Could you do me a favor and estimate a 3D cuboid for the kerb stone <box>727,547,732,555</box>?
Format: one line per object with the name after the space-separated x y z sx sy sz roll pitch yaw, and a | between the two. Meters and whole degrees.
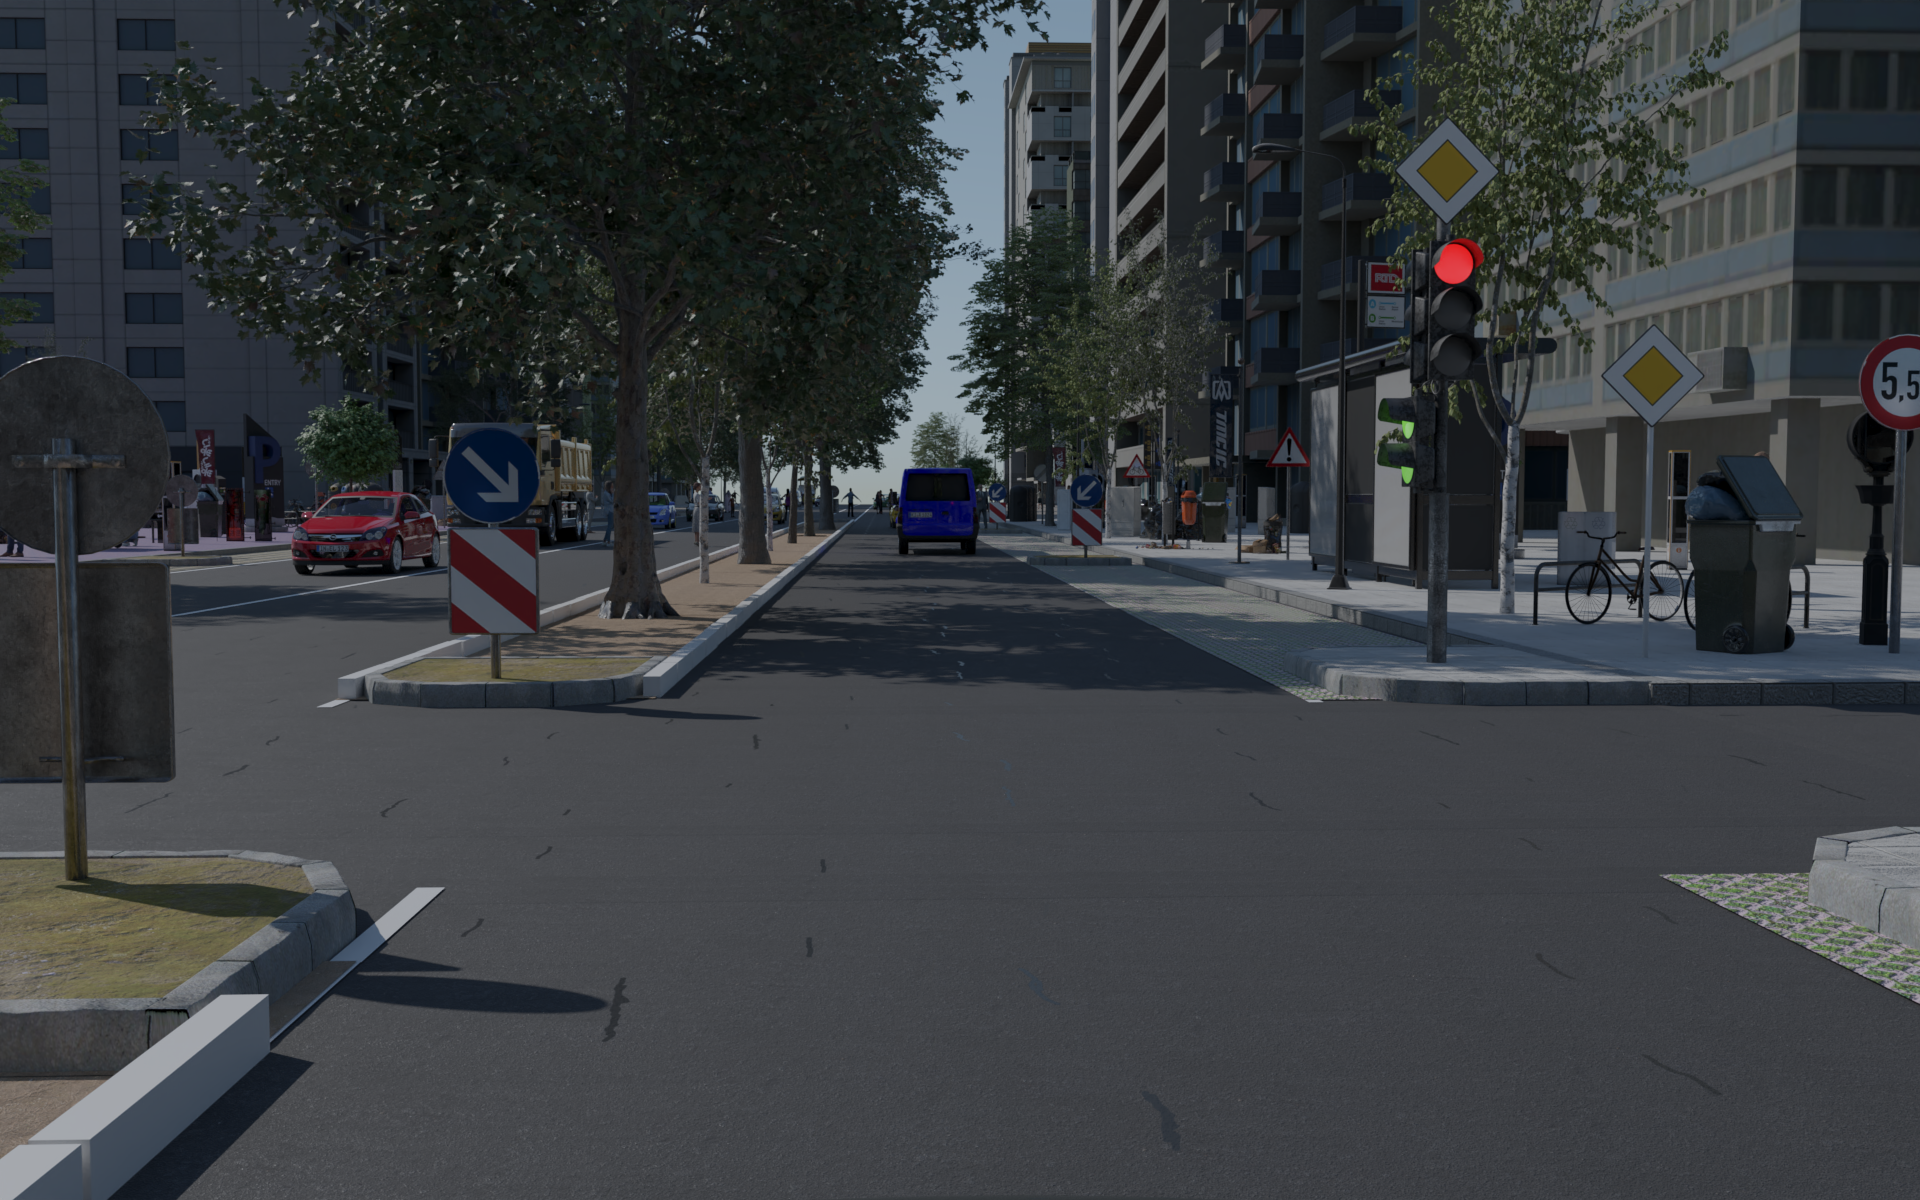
-5.460 -1.102 40.218 0.120 0.150 1.000 0 4 -2 | kerb stone

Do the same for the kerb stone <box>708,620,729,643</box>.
-2.371 0.331 16.777 0.120 0.150 1.000 0 4 -2 | kerb stone

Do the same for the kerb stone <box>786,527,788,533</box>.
-6.422 -2.481 62.761 0.120 0.150 1.000 0 4 -2 | kerb stone

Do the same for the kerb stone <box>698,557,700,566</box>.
-5.210 -0.723 34.081 0.120 0.150 1.000 0 4 -2 | kerb stone

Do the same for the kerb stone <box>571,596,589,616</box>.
-4.624 0.091 20.734 0.120 0.150 1.000 0 4 -2 | kerb stone

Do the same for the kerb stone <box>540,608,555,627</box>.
-4.554 0.220 18.689 0.120 0.150 1.000 0 4 -2 | kerb stone

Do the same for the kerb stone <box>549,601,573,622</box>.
-4.589 0.152 19.712 0.120 0.150 1.000 0 4 -2 | kerb stone

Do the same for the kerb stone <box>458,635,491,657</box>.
-4.415 0.405 15.618 0.120 0.150 1.000 0 4 -2 | kerb stone

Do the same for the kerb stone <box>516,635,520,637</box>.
-4.502 0.277 17.668 0.120 0.150 1.000 0 4 -2 | kerb stone

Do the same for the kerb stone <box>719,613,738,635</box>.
-2.408 0.269 17.798 0.120 0.150 1.000 0 4 -2 | kerb stone

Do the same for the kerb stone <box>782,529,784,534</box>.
-6.344 -2.355 60.718 0.120 0.150 1.000 0 4 -2 | kerb stone

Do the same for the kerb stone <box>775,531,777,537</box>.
-6.159 -2.105 56.618 0.120 0.150 1.000 0 4 -2 | kerb stone

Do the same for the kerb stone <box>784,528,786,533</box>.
-6.381 -2.419 61.740 0.120 0.150 1.000 0 4 -2 | kerb stone

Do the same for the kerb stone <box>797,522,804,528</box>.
-6.999 -3.296 76.086 0.120 0.150 1.000 0 4 -2 | kerb stone

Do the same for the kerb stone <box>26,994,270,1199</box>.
-1.811 1.116 3.942 0.120 0.150 1.000 0 4 -2 | kerb stone

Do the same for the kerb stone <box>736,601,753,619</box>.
-2.497 0.143 19.851 0.120 0.150 1.000 0 4 -2 | kerb stone

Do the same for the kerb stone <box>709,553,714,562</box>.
-5.288 -0.852 36.124 0.120 0.150 1.000 0 4 -2 | kerb stone

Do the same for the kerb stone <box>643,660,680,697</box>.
-2.191 0.581 12.690 0.120 0.150 1.000 0 4 -2 | kerb stone

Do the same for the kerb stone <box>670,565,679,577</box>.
-5.025 -0.474 29.966 0.120 0.150 1.000 0 4 -2 | kerb stone

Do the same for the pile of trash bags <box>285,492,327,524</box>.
-28.024 -3.983 74.867 1.912 1.369 3.447 0 4 -6 | pile of trash bags

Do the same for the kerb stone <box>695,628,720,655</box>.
-2.317 0.394 15.756 0.120 0.150 1.000 0 4 -2 | kerb stone

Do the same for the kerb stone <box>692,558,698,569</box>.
-5.160 -0.664 33.048 0.120 0.150 1.000 0 4 -2 | kerb stone

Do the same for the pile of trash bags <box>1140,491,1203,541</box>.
6.211 -2.385 48.743 1.912 1.369 3.447 0 4 -3 | pile of trash bags

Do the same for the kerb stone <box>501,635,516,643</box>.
-4.455 0.342 16.642 0.120 0.150 1.000 0 4 -2 | kerb stone

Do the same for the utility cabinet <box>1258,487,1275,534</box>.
9.716 -2.822 54.826 0.318 1.500 1.173 1 4 22 | utility cabinet

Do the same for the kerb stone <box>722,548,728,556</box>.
-5.423 -1.039 39.190 0.120 0.150 1.000 0 4 -2 | kerb stone

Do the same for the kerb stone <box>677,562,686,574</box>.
-5.069 -0.538 30.987 0.120 0.150 1.000 0 4 -2 | kerb stone

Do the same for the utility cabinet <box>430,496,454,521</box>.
-21.555 -3.732 72.181 1.020 1.237 0.306 -3 5 -40 | utility cabinet

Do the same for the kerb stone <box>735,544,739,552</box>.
-5.542 -1.227 42.272 0.120 0.150 1.000 0 4 -2 | kerb stone

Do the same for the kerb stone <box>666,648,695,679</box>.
-2.235 0.519 13.711 0.120 0.150 1.000 0 4 -2 | kerb stone

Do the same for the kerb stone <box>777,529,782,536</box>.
-6.296 -2.294 59.697 0.120 0.150 1.000 0 4 -2 | kerb stone

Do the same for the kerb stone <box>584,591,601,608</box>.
-4.683 0.027 21.754 0.120 0.150 1.000 0 4 -2 | kerb stone

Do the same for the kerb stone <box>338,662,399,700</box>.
-4.286 0.590 12.544 0.120 0.150 1.000 0 4 -2 | kerb stone

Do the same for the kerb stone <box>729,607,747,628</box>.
-2.446 0.210 18.821 0.120 0.150 1.000 0 4 -2 | kerb stone

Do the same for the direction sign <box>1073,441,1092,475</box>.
5.224 -5.007 73.854 0.876 3.537 0.379 -1 4 -16 | direction sign

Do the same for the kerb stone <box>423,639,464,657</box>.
-4.380 0.465 14.585 0.120 0.150 1.000 0 4 -2 | kerb stone

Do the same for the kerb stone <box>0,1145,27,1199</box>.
-1.772 1.179 2.921 0.120 0.150 1.000 0 4 -2 | kerb stone

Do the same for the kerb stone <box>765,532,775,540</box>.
-6.117 -2.042 55.588 0.120 0.150 1.000 0 4 -2 | kerb stone

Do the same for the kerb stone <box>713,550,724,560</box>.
-5.375 -0.976 38.169 0.120 0.150 1.000 0 4 -2 | kerb stone

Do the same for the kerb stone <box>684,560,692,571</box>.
-5.120 -0.601 32.019 0.120 0.150 1.000 0 4 -2 | kerb stone

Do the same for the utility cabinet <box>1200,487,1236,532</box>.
8.553 -2.986 57.508 1.173 1.500 0.318 1 4 9 | utility cabinet

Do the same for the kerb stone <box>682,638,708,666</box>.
-2.278 0.460 14.735 0.120 0.150 1.000 0 4 -2 | kerb stone

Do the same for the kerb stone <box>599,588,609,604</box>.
-4.726 -0.036 22.790 0.120 0.150 1.000 0 4 -2 | kerb stone

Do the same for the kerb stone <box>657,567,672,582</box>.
-4.984 -0.412 28.933 0.120 0.150 1.000 0 4 -2 | kerb stone

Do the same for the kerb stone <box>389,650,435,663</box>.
-4.328 0.529 13.565 0.120 0.150 1.000 0 4 -2 | kerb stone

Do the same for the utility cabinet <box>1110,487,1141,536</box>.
4.960 -2.667 52.285 0.318 1.500 1.173 -2 4 -35 | utility cabinet

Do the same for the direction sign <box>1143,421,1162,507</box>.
6.007 -3.793 54.021 0.876 3.537 0.379 -3 5 -45 | direction sign

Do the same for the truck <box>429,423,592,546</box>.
-12.595 -3.294 49.784 3.469 3.379 9.791 0 4 -3 | truck

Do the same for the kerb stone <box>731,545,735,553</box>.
-5.515 -1.165 41.245 0.120 0.150 1.000 0 4 -2 | kerb stone
